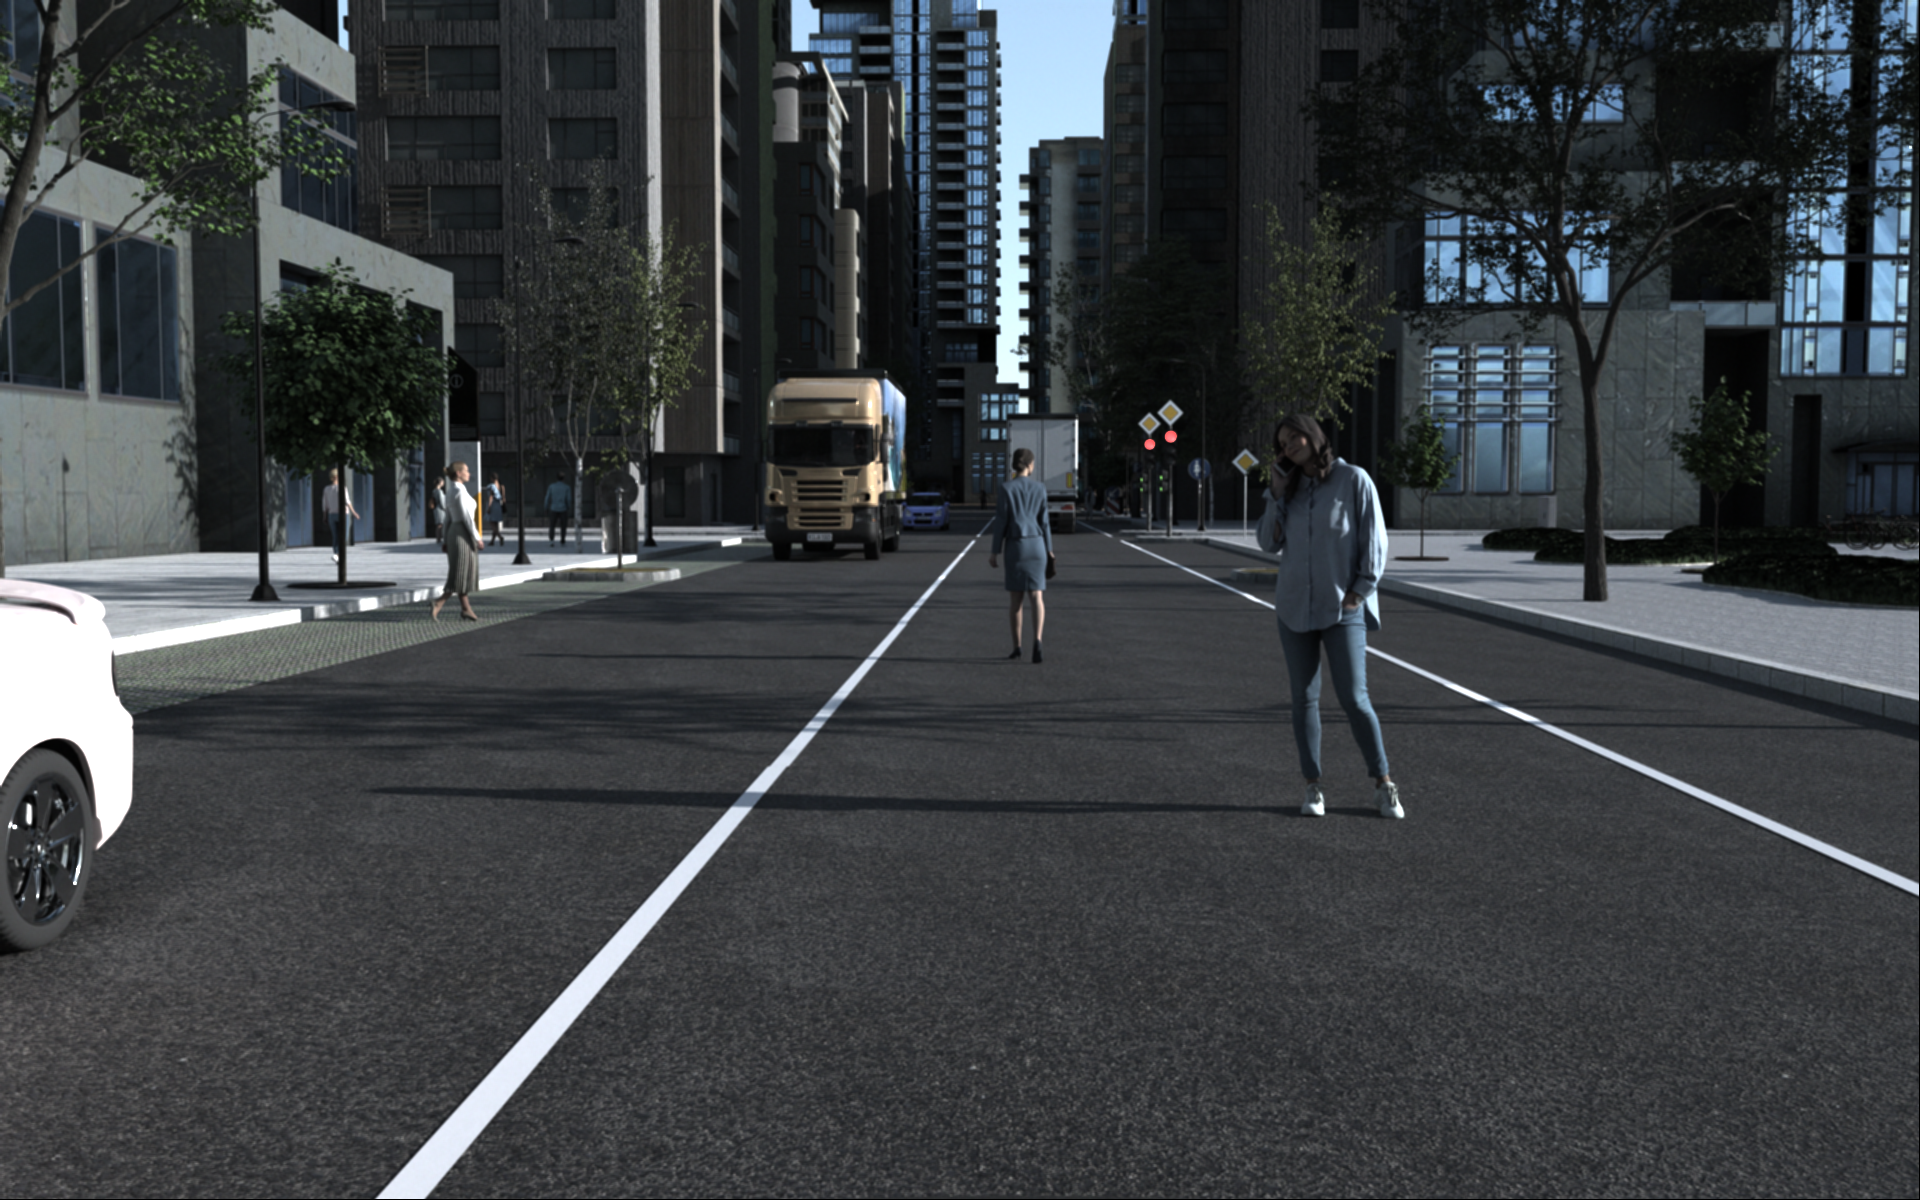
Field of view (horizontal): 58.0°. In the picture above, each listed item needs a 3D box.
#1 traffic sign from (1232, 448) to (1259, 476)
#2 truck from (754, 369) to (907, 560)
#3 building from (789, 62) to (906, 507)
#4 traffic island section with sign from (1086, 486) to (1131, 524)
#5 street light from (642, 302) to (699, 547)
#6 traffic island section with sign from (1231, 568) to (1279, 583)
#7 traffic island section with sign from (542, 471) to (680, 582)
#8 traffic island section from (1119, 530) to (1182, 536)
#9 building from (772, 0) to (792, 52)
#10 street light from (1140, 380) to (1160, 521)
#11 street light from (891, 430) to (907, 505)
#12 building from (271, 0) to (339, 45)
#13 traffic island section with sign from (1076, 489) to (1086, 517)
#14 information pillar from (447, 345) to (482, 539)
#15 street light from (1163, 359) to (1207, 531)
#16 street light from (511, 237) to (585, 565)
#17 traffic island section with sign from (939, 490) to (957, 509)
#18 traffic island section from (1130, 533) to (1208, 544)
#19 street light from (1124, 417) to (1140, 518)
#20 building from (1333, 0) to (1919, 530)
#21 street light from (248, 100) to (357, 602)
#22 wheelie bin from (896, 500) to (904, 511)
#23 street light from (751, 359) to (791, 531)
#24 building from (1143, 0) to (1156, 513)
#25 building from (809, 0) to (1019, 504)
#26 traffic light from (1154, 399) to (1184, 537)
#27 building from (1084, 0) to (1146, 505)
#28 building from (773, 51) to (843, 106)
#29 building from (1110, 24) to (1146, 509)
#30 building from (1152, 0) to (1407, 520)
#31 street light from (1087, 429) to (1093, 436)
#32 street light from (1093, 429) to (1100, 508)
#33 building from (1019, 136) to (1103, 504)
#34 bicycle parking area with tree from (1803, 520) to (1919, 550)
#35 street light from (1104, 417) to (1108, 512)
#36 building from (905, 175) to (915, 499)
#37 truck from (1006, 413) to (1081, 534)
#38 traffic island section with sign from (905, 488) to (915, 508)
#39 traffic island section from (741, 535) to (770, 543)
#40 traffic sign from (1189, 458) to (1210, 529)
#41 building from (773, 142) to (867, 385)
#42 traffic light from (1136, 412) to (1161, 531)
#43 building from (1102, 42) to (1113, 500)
[{"bbox_3d":[8.187,-3.049,49.579,0.795,2.593,0.064,0,4,7],"label":"traffic sign"},{"bbox_3d":[-2.812,-3.190,41.076,2.839,4.237,11.283,0,4,1],"label":"truck"},{"bbox_3d":[-12.684,-29.548,166.700,14.154,41.232,14.086,0,4,2],"label":"building"},{"bbox_3d":[7.317,-4.645,84.578,1.989,1.847,2.006,0,4,2],"label":"traffic island section with sign"},{"bbox_3d":[-7.032,-4.255,42.118,1.470,5.913,1.316,0,4,2],"label":"street light"},{"bbox_3d":[5.547,-1.229,28.723,1.989,1.847,2.006,0,4,2],"label":"traffic island section with sign"},{"bbox_3d":[-5.775,-1.250,29.060,1.989,1.847,2.006,0,4,2],"label":"traffic island section with sign"},{"bbox_3d":[6.517,-2.285,59.647,2.009,0.180,2.903,0,4,2],"label":"traffic island section"},{"bbox_3d":[-33.722,-48.433,230.137,20.611,71.187,20.563,0,4,2],"label":"building"},{"bbox_3d":[8.241,-5.994,70.537,1.470,5.913,1.316,0,4,2],"label":"street light"},{"bbox_3d":[-4.410,-9.371,125.755,1.470,5.913,1.316,0,4,2],"label":"street light"},{"bbox_3d":[-33.035,-18.006,66.106,14.107,30.474,14.160,0,4,2],"label":"building"},{"bbox_3d":[8.164,-6.293,111.520,1.989,1.847,2.006,0,4,2],"label":"traffic island section with sign"},{"bbox_3d":[-7.841,-2.203,27.375,0.504,3.616,0.183,0,4,5],"label":"information pillar"},{"bbox_3d":[7.858,-5.343,59.899,1.470,5.913,1.316,0,4,2],"label":"street light"},{"bbox_3d":[-7.463,-3.602,31.433,1.470,5.913,1.316,0,4,2],"label":"street light"},{"bbox_3d":[-1.559,-9.363,161.717,1.989,1.847,2.006,0,4,2],"label":"traffic island section with sign"},{"bbox_3d":[6.264,-1.797,51.665,2.009,0.180,2.903,0,4,2],"label":"traffic island section"},{"bbox_3d":[8.644,-6.671,81.615,1.470,5.913,1.316,0,4,2],"label":"street light"},{"bbox_3d":[31.423,-46.282,69.384,31.000,86.520,22.319,0,4,2],"label":"building"},{"bbox_3d":[-7.812,-2.939,20.598,1.470,5.913,1.316,0,4,2],"label":"street light"},{"bbox_3d":[-4.649,-7.743,134.504,0.980,1.594,0.693,0,4,-4],"label":"wheelie bin"},{"bbox_3d":[-6.520,-5.338,59.819,1.470,5.913,1.316,0,4,2],"label":"street light"},{"bbox_3d":[23.269,-35.266,118.601,21.231,58.520,28.212,0,4,2],"label":"building"},{"bbox_3d":[-7.653,-56.104,229.964,31.000,86.520,22.319,0,4,2],"label":"building"},{"bbox_3d":[6.224,-3.831,51.553,0.839,4.253,0.868,0,4,2],"label":"traffic light"},{"bbox_3d":[25.699,-53.721,191.014,22.319,86.520,31.000,0,4,2],"label":"building"},{"bbox_3d":[-22.883,-27.863,147.437,32.217,40.220,23.993,0,4,2],"label":"building"},{"bbox_3d":[20.485,-28.817,154.760,14.154,41.232,14.086,0,4,2],"label":"building"},{"bbox_3d":[17.039,-19.500,90.534,14.160,30.474,14.107,0,4,2],"label":"building"},{"bbox_3d":[10.009,-9.270,124.104,1.470,5.913,1.316,0,4,2],"label":"street light"},{"bbox_3d":[9.666,-8.628,113.613,1.470,5.913,1.316,0,4,2],"label":"street light"},{"bbox_3d":[23.099,-37.417,231.373,30.456,49.044,23.786,0,4,2],"label":"building"},{"bbox_3d":[24.536,-3.162,38.696,9.016,4.147,8.231,0,4,8],"label":"bicycle parking area with tree"},{"bbox_3d":[9.342,-7.955,102.597,1.470,5.913,1.316,0,4,2],"label":"street light"},{"bbox_3d":[-17.255,-30.637,192.793,23.993,40.220,32.217,0,4,2],"label":"building"},{"bbox_3d":[3.204,-4.694,65.664,2.839,4.237,11.283,0,4,4],"label":"truck"},{"bbox_3d":[-3.148,-6.308,111.765,1.989,1.847,2.006,0,4,2],"label":"traffic island section with sign"},{"bbox_3d":[-5.371,-1.820,52.038,2.009,0.180,2.903,0,4,2],"label":"traffic island section"},{"bbox_3d":[8.443,-3.731,61.113,0.768,2.556,0.104,0,4,6],"label":"traffic sign"},{"bbox_3d":[-20.372,-15.600,100.106,27.650,21.520,28.899,0,4,2],"label":"building"},{"bbox_3d":[6.478,-4.319,59.534,0.839,4.253,0.868,0,4,2],"label":"traffic light"},{"bbox_3d":[21.231,-31.755,169.310,14.600,45.320,14.200,0,4,2],"label":"building"}]
